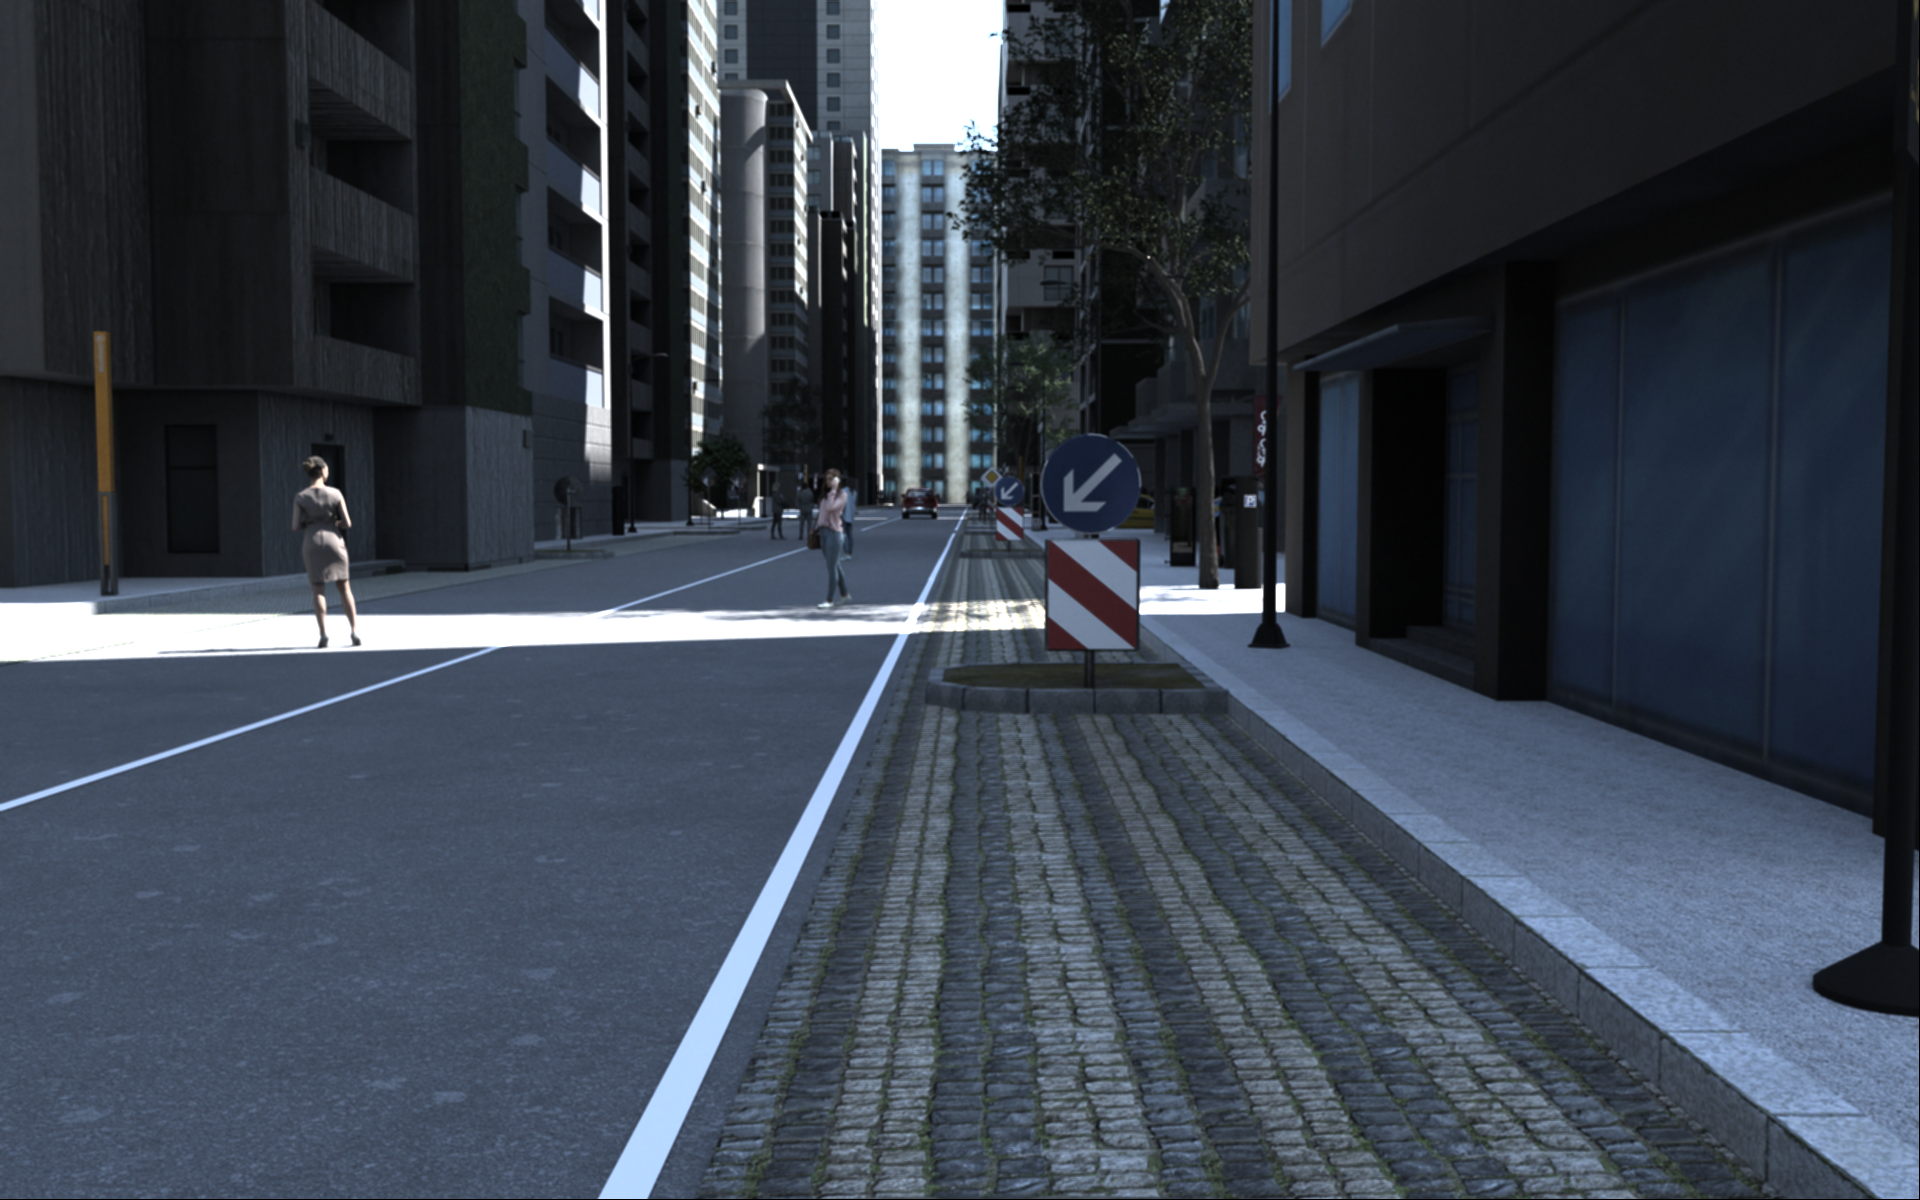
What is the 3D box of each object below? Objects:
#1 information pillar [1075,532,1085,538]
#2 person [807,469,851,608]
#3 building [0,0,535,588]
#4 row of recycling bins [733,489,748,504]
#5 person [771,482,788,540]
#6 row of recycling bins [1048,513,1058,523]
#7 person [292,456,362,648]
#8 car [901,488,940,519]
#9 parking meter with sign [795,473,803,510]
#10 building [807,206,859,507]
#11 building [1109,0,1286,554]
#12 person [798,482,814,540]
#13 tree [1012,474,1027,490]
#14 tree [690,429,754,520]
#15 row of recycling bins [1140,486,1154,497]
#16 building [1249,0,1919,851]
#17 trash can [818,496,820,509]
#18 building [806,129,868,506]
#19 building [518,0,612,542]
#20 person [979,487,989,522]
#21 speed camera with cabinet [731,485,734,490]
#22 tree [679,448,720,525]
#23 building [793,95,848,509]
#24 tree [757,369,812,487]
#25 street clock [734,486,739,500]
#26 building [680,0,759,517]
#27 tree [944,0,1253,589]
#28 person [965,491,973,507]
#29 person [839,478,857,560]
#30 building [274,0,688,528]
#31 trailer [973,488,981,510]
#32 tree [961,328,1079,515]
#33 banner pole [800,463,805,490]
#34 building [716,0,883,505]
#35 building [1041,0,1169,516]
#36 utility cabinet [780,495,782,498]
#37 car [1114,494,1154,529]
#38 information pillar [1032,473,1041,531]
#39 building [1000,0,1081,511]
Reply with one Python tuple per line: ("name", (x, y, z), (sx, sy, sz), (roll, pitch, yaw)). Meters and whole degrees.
("information pillar", (3.127, -2.403, 43.776), (0.304, 2.012, 0.304), (3, 5, 44))
("person", (-1.587, -0.784, 21.904), (0.643, 1.750, 0.593), (-2, 4, -35))
("building", (-16.022, -15.718, 28.693), (14.160, 30.474, 14.107), (0, 4, 0))
("row of recycling bins", (-16.571, -7.627, 131.813), (3.534, 1.692, 1.069), (0, 4, 7))
("person", (-5.710, -2.806, 54.564), (0.526, 1.800, 0.537), (-1, 4, -10))
("row of recycling bins", (5.651, -4.217, 76.069), (3.534, 1.692, 1.069), (0, 4, -1))
("person", (-5.910, -0.448, 16.162), (0.599, 1.781, 0.374), (-1, 4, -23))
("car", (-2.343, -5.712, 102.069), (2.281, 1.827, 5.304), (0, 4, 0))
("parking meter with sign", (-13.054, -8.855, 141.046), (0.543, 3.016, 1.738), (0, 4, 5))
("building", (-17.809, -24.699, 175.531), (14.160, 30.474, 14.107), (0, 4, 0))
("building", (16.537, -26.015, 44.954), (23.786, 49.044, 30.456), (0, 4, 0))
("person", (-4.856, -2.808, 54.594), (0.511, 1.800, 0.466), (-1, 4, -10))
("tree", (4.927, -9.347, 147.425), (1.663, 3.219, 1.824), (0, 3, 0))
("tree", (-11.982, -6.327, 87.166), (4.285, 4.588, 4.351), (0, 3, 0))
("row of recycling bins", (8.057, -4.578, 81.963), (3.534, 1.692, 1.069), (0, 4, -4))
("building", (10.042, -22.060, 10.797), (14.600, 45.320, 14.200), (0, 4, 0))
("trash can", (-11.062, -7.754, 138.434), (0.748, 1.137, 0.748), (0, 3, 0))
("building", (-17.583, -30.928, 189.272), (14.154, 41.232, 14.086), (0, 4, 0))
("building", (-25.301, -31.067, 49.950), (28.212, 58.520, 21.231), (0, 4, 0))
("person", (1.227, -4.892, 88.660), (0.537, 1.800, 0.526), (0, 4, 8))
("speed camera with cabinet", (-16.767, -8.557, 134.238), (2.038, 3.252, 0.660), (0, 4, 5))
("tree", (-10.984, -4.772, 72.631), (1.663, 3.219, 1.824), (0, 3, 0))
("building", (-26.643, -28.404, 156.289), (32.217, 40.220, 23.993), (0, 4, 0))
("tree", (-11.699, -11.972, 130.148), (7.601, 10.594, 8.767), (0, 4, 6))
("street clock", (-16.515, -7.548, 127.972), (0.358, 2.002, 0.471), (1, 4, 11))
("building", (-27.631, -25.193, 103.789), (32.217, 40.220, 23.993), (0, 4, 0))
("tree", (3.522, -5.456, 23.616), (8.767, 10.594, 7.601), (1, 4, 18))
("person", (0.919, -11.037, 189.734), (0.721, 1.735, 1.217), (-3, 5, -44))
("person", (-2.452, -1.764, 37.613), (0.793, 1.790, 0.793), (0, 4, 1))
("building", (-20.357, -18.674, 77.027), (14.160, 30.474, 14.107), (0, 4, 0))
("trailer", (1.946, -9.340, 159.753), (1.471, 1.999, 3.904), (0, 4, 2))
("tree", (3.831, -11.179, 108.527), (9.928, 11.665, 9.643), (0, 3, 0))
("banner pole", (-12.619, -9.152, 139.645), (0.863, 3.779, 0.401), (0, 4, 3))
("building", (-20.220, -47.136, 208.920), (20.611, 71.187, 20.563), (0, 4, 0))
("building", (15.093, -39.997, 92.200), (20.563, 71.187, 20.611), (0, 4, 0))
("utility cabinet", (-15.294, -8.110, 143.766), (1.020, 1.237, 0.306), (1, 4, 14))
("car", (6.903, -3.350, 65.004), (3.980, 1.641, 2.015), (0, 4, 2))
("information pillar", (2.644, -3.391, 59.942), (0.304, 2.012, 0.304), (0, 4, 8))
("building", (16.631, -32.822, 125.886), (28.713, 52.752, 27.495), (0, 4, 0))
